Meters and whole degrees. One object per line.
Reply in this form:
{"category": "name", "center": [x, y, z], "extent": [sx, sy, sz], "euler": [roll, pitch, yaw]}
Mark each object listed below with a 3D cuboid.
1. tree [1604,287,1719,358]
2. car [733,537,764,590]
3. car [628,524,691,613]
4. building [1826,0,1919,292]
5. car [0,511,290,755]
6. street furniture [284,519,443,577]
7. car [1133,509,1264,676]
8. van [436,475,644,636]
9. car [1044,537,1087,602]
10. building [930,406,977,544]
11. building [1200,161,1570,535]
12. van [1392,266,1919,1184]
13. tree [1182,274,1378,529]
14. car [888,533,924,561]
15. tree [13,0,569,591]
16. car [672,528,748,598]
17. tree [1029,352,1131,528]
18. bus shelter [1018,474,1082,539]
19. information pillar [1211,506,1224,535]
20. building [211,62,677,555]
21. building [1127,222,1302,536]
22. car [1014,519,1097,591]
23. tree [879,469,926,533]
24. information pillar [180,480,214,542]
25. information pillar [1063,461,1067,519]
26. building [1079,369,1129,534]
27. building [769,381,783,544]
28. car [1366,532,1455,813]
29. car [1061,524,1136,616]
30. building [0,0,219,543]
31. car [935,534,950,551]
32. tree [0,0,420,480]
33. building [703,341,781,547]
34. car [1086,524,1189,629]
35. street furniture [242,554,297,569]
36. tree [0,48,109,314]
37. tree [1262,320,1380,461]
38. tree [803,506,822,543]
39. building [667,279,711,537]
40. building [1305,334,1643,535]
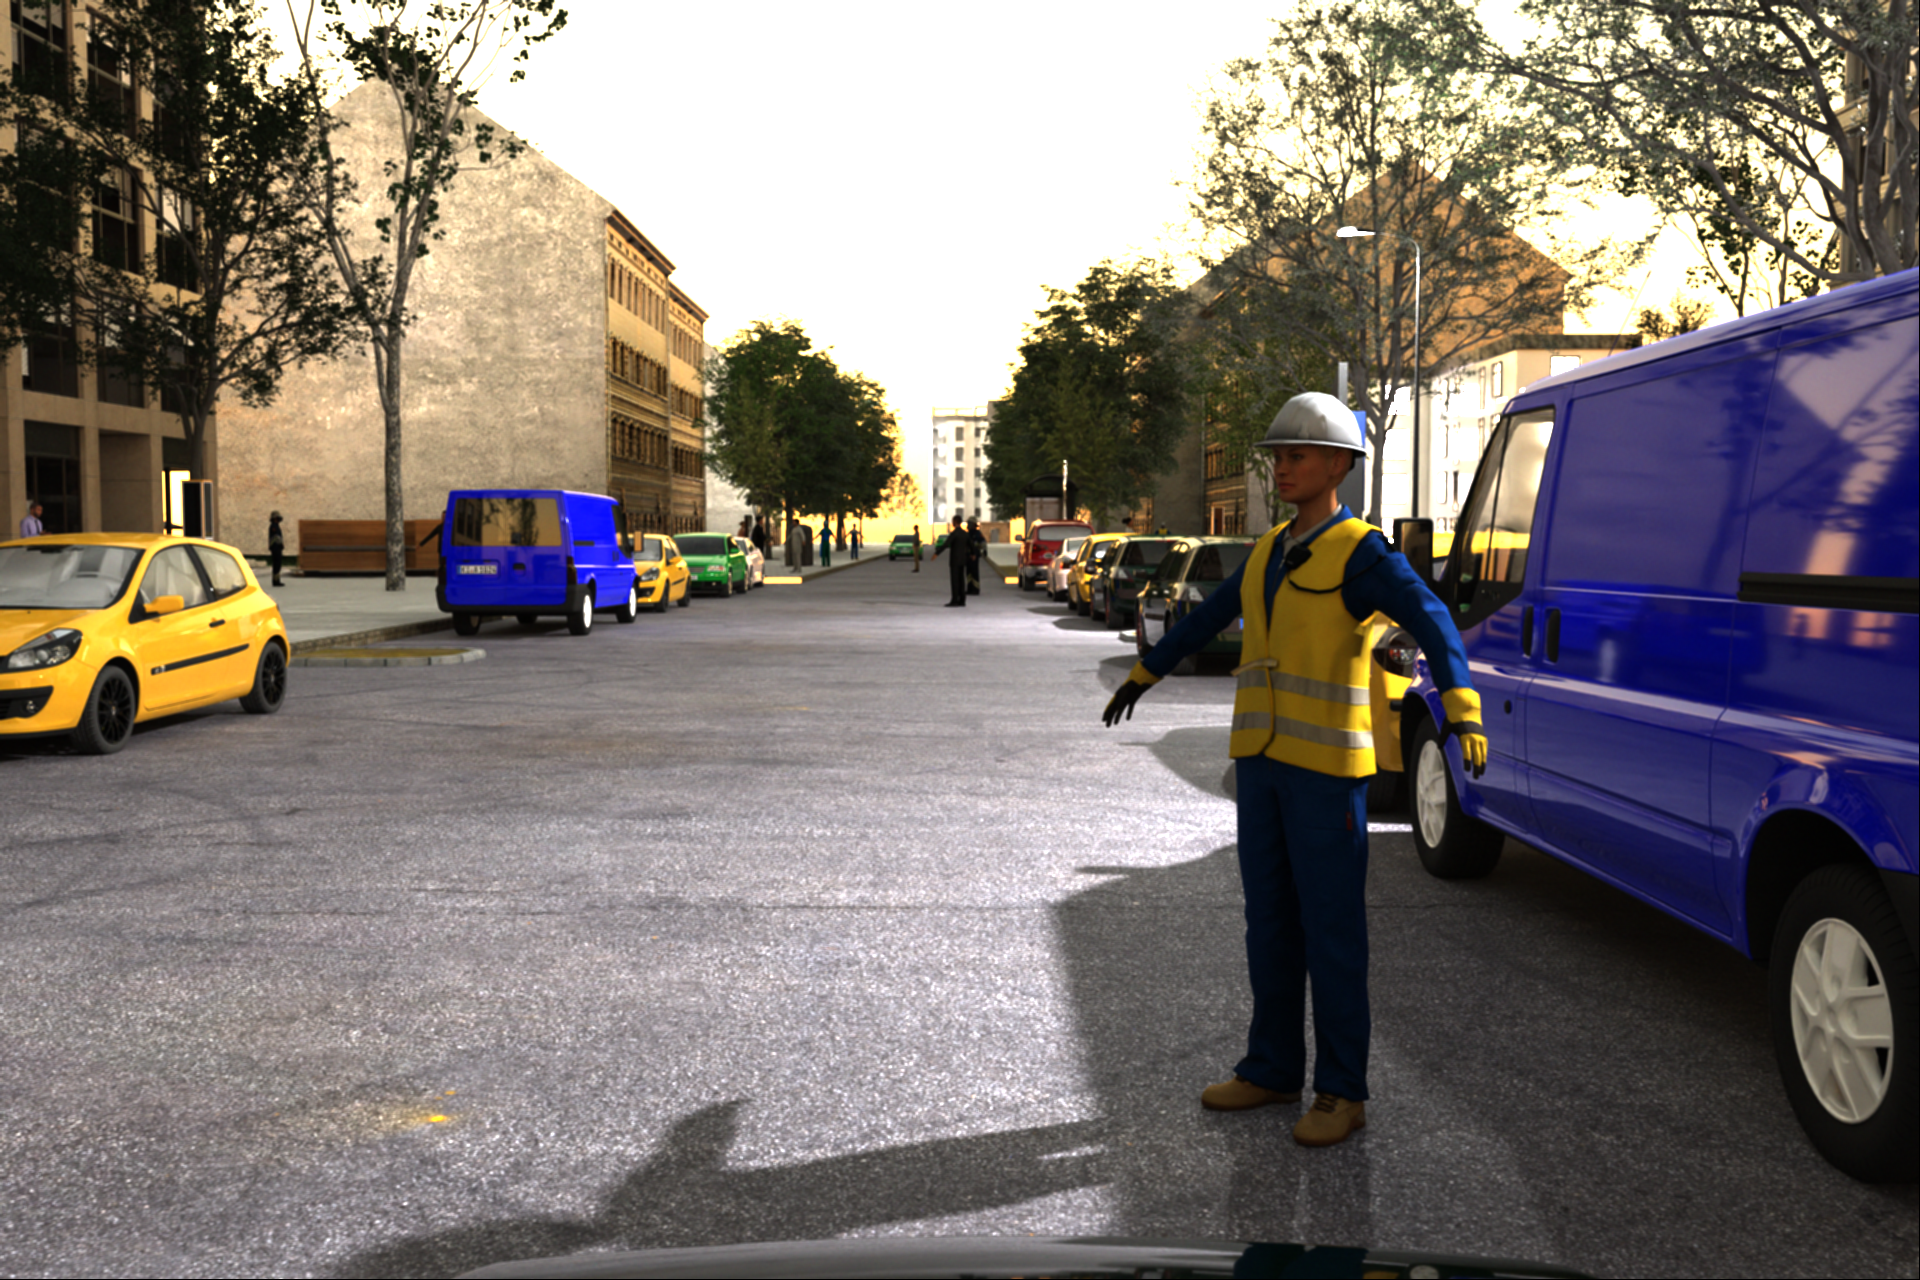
{"category": "tree", "center": [27.349, -7.968, 64.691], "extent": [8.767, 10.594, 7.601], "euler": [1, 4, 13]}
{"category": "car", "center": [-6.252, -2.039, 45.698], "extent": [2.083, 1.381, 4.827], "euler": [0, 4, 0]}
{"category": "car", "center": [-6.186, -1.378, 32.754], "extent": [2.015, 1.641, 3.980], "euler": [0, 4, 0]}
{"category": "building", "center": [26.946, -11.663, 37.365], "extent": [8.464, 21.280, 15.925], "euler": [0, 4, 0]}
{"category": "car", "center": [-6.335, -0.137, 12.466], "extent": [2.015, 1.641, 3.980], "euler": [0, 4, 0]}
{"category": "street furniture", "center": [-17.067, -3.002, 55.940], "extent": [9.812, 1.723, 11.010], "euler": [-1, 4, -23]}
{"category": "car", "center": [2.946, -0.556, 18.881], "extent": [2.009, 1.686, 4.222], "euler": [0, 4, -1]}
{"category": "van", "center": [-6.182, -1.330, 26.125], "extent": [2.240, 2.365, 5.245], "euler": [0, 3, 0]}
{"category": "car", "center": [2.903, -1.573, 38.075], "extent": [2.083, 1.381, 4.827], "euler": [0, 4, 0]}
{"category": "building", "center": [-4.044, -23.828, 248.456], "extent": [11.380, 20.090, 16.016], "euler": [0, 4, 4]}
{"category": "building", "center": [26.059, -17.093, 110.396], "extent": [19.493, 23.208, 18.063], "euler": [0, 4, 0]}
{"category": "van", "center": [2.886, -0.067, 5.477], "extent": [2.240, 2.365, 5.245], "euler": [0, 4, -1]}
{"category": "tree", "center": [12.539, -8.686, 67.777], "extent": [9.928, 11.665, 9.643], "euler": [0, 3, 0]}
{"category": "car", "center": [-2.952, -5.271, 94.970], "extent": [1.959, 1.807, 4.718], "euler": [0, 3, 0]}
{"category": "tree", "center": [-14.143, -11.223, 39.394], "extent": [12.611, 20.169, 13.585], "euler": [0, 3, 0]}
{"category": "car", "center": [-6.039, -1.933, 40.405], "extent": [1.959, 1.807, 4.718], "euler": [0, 4, 0]}
{"category": "tree", "center": [4.748, -7.289, 69.542], "extent": [4.737, 8.622, 4.395], "euler": [0, 3, 0]}
{"category": "bus shelter", "center": [3.132, -4.111, 61.139], "extent": [2.014, 3.302, 5.546], "euler": [0, 4, 0]}
{"category": "information pillar", "center": [6.804, -2.525, 45.774], "extent": [0.304, 2.012, 0.304], "euler": [0, 3, 0]}
{"category": "building", "center": [-25.656, -15.787, 89.045], "extent": [19.493, 23.208, 18.063], "euler": [0, 4, 0]}
{"category": "building", "center": [22.677, -18.227, 128.947], "extent": [19.493, 23.208, 18.063], "euler": [0, 4, 0]}
{"category": "car", "center": [2.578, -2.218, 44.945], "extent": [2.281, 1.827, 5.304], "euler": [0, 4, 0]}
{"category": "tree", "center": [-8.120, -19.210, 248.500], "extent": [7.601, 10.594, 8.767], "euler": [0, 4, 1]}
{"category": "information pillar", "center": [-10.377, -1.169, 23.599], "extent": [0.304, 2.012, 0.304], "euler": [0, 3, 0]}
{"category": "information pillar", "center": [3.356, -3.925, 55.527], "extent": [0.183, 3.616, 0.504], "euler": [0, 4, 0]}
{"category": "building", "center": [23.858, -22.672, 201.607], "extent": [19.493, 23.208, 18.063], "euler": [0, 3, 0]}
{"category": "building", "center": [-28.256, -21.893, 214.369], "extent": [16.016, 20.090, 11.380], "euler": [0, 3, 0]}
{"category": "car", "center": [2.828, -0.007, 10.331], "extent": [2.015, 1.641, 3.980], "euler": [0, 4, 0]}
{"category": "car", "center": [2.887, -1.309, 31.625], "extent": [2.015, 1.641, 3.980], "euler": [0, 3, 0]}
{"category": "building", "center": [-32.541, -14.238, 35.986], "extent": [19.351, 26.588, 34.151], "euler": [0, 3, 0]}
{"category": "car", "center": [-1.285, -8.678, 150.686], "extent": [1.959, 1.807, 4.718], "euler": [0, 4, -1]}
{"category": "tree", "center": [-12.892, -5.754, 28.491], "extent": [8.767, 10.594, 7.601], "euler": [1, 4, 13]}
{"category": "building", "center": [-29.233, -21.433, 181.362], "extent": [19.493, 23.208, 18.063], "euler": [0, 4, 1]}
{"category": "car", "center": [3.043, -1.083, 27.499], "extent": [2.009, 1.686, 4.222], "euler": [0, 4, -1]}
{"category": "street furniture", "center": [-27.955, -3.091, 66.162], "extent": [5.734, 0.657, 10.072], "euler": [1, 4, 12]}
{"category": "tree", "center": [-12.227, -5.046, 16.912], "extent": [8.767, 10.594, 7.601], "euler": [3, 5, 44]}
{"category": "tree", "center": [12.193, -6.567, 57.739], "extent": [4.737, 8.622, 4.395], "euler": [0, 3, 0]}
{"category": "tree", "center": [-19.753, -17.911, 243.205], "extent": [4.360, 8.622, 3.978], "euler": [0, 3, 0]}
{"category": "building", "center": [-26.955, -17.124, 110.913], "extent": [19.493, 23.208, 18.063], "euler": [0, 3, 0]}
{"category": "building", "center": [24.179, -8.851, 86.857], "extent": [9.099, 9.664, 28.070], "euler": [0, 4, 0]}
